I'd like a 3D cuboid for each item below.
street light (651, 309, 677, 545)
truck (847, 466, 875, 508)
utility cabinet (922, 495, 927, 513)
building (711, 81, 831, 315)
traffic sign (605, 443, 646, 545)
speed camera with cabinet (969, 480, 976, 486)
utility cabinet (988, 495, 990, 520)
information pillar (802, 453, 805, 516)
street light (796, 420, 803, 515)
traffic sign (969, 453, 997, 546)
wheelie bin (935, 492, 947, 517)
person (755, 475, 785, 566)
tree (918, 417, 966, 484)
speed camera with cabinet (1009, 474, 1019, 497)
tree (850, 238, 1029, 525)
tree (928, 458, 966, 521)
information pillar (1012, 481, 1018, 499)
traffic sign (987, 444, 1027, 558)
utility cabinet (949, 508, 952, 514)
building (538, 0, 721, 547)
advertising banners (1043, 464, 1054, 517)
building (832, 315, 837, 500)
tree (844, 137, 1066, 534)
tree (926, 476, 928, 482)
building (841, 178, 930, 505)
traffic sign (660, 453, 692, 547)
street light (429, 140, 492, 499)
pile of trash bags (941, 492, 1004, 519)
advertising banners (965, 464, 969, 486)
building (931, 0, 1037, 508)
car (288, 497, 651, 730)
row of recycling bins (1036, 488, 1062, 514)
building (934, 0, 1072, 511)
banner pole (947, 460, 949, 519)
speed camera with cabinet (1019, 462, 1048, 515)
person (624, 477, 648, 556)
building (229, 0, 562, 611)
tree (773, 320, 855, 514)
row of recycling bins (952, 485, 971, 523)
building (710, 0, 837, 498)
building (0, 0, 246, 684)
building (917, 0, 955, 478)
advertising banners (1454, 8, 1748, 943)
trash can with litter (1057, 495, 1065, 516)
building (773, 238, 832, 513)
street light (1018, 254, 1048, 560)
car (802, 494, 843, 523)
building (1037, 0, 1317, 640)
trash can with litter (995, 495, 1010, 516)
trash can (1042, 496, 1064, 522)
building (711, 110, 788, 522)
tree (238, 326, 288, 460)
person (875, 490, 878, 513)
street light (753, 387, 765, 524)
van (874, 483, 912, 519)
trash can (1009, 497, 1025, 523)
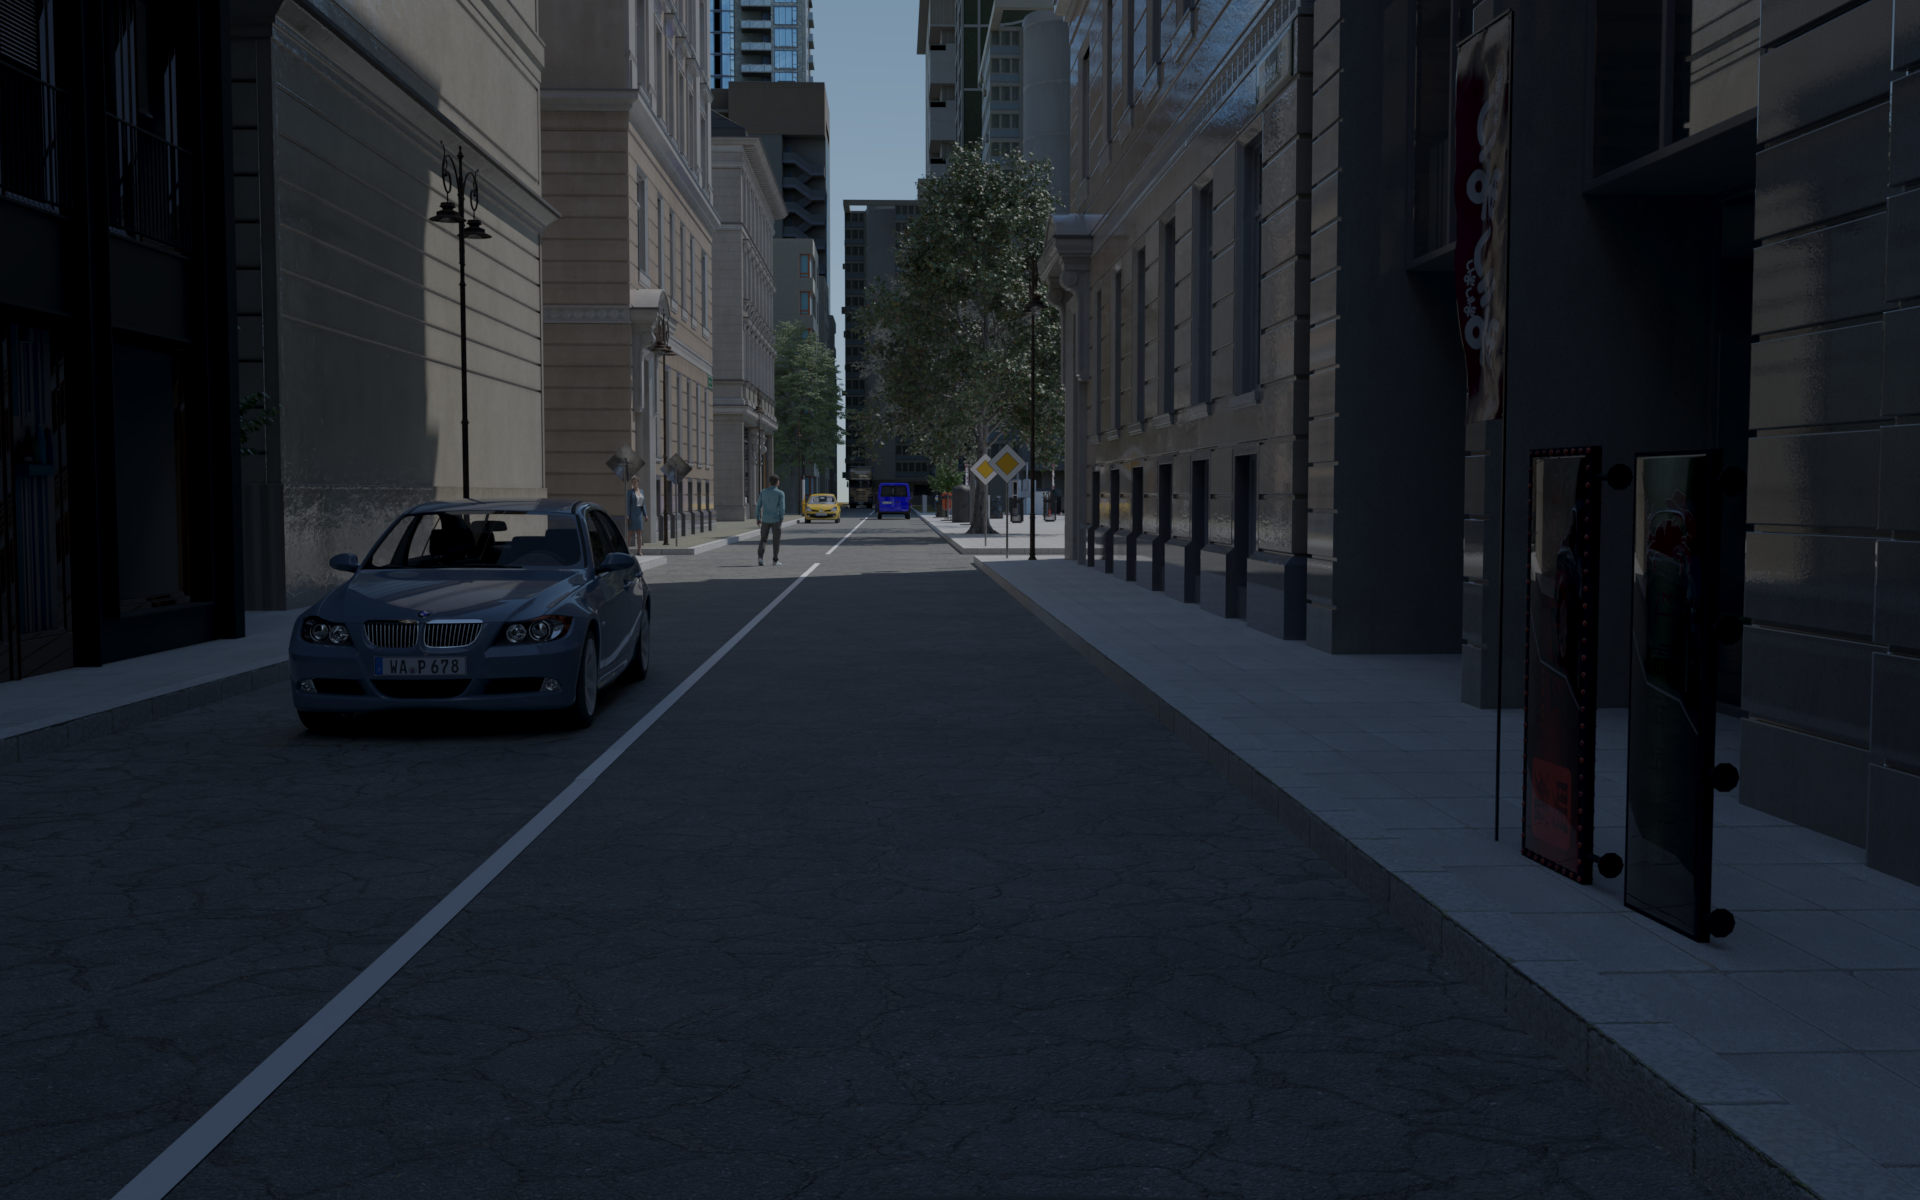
[{"bbox_3d":[-7.393,-4.317,43.377,0.468,5.910,1.993,0,4,-2],"label":"street light"},{"bbox_3d":[-10.100,-11.501,176.946,2.839,4.237,11.283,0,4,-3],"label":"truck"},{"bbox_3d":[-2.391,-6.469,116.933,0.306,1.237,1.020,0,4,-4],"label":"utility cabinet"},{"bbox_3d":[-21.210,-32.729,185.224,14.200,45.320,14.600,0,4,-2],"label":"building"},{"bbox_3d":[-6.603,-1.871,34.233,0.795,2.450,0.064,0,4,-2],"label":"traffic sign"},{"bbox_3d":[1.043,-7.112,110.621,0.660,3.252,2.038,1,4,10],"label":"speed camera with cabinet"},{"bbox_3d":[1.057,-4.586,86.150,0.306,1.237,1.020,3,5,40],"label":"utility cabinet"},{"bbox_3d":[-9.032,-6.637,99.862,0.183,3.616,0.504,0,4,4],"label":"information pillar"},{"bbox_3d":[-9.889,-8.174,106.438,0.468,5.910,1.993,0,4,-2],"label":"street light"},{"bbox_3d":[0.625,-2.376,42.485,0.795,2.450,0.064,0,4,-2],"label":"traffic sign"},{"bbox_3d":[-0.931,-5.440,96.846,0.693,1.594,0.980,3,5,43],"label":"wheelie bin"},{"bbox_3d":[-3.825,-1.604,34.739,0.660,1.820,0.620,1,4,14],"label":"person"},{"bbox_3d":[-1.214,-10.286,118.540,4.360,8.622,3.978,0,3,0],"label":"tree"},{"bbox_3d":[3.818,-7.085,110.173,0.660,3.252,2.038,2,4,30],"label":"speed camera with cabinet"},{"bbox_3d":[0.422,-9.823,70.984,12.009,13.543,11.850,0,3,0],"label":"tree"},{"bbox_3d":[-0.566,-5.374,82.466,1.663,3.219,1.824,0,3,0],"label":"tree"},{"bbox_3d":[3.149,-5.826,99.746,0.304,2.012,0.304,-1,4,-8],"label":"information pillar"},{"bbox_3d":[0.937,-1.888,34.506,0.795,2.450,0.064,0,4,-2],"label":"traffic sign"},{"bbox_3d":[-0.959,-6.014,109.492,1.020,1.237,0.306,2,4,33],"label":"utility cabinet"},{"bbox_3d":[-14.509,-16.204,50.843,13.634,28.700,20.117,0,4,-2],"label":"building"},{"bbox_3d":[5.003,-6.173,97.112,0.090,3.025,2.074,1,4,21],"label":"advertising banners"},{"bbox_3d":[-25.809,-19.333,161.128,27.650,21.520,28.899,0,4,-2],"label":"building"},{"bbox_3d":[0.803,-8.487,55.763,9.611,12.733,9.660,0,3,0],"label":"tree"},{"bbox_3d":[-1.084,-6.081,94.031,1.663,3.219,1.824,0,3,0],"label":"tree"},{"bbox_3d":[-2.606,-32.050,215.890,23.993,40.220,32.217,0,4,-2],"label":"building"},{"bbox_3d":[-6.914,-2.359,42.212,0.795,2.450,0.064,0,4,-2],"label":"traffic sign"},{"bbox_3d":[-6.630,-3.080,23.151,0.468,5.910,1.993,0,4,-2],"label":"street light"},{"bbox_3d":[0.666,-4.928,90.328,3.447,1.369,1.912,1,4,17],"label":"pile of trash bags"},{"bbox_3d":[0.731,-6.366,100.270,0.090,3.025,2.074,2,4,27],"label":"advertising banners"},{"bbox_3d":[7.923,-43.812,154.579,20.563,71.187,20.611,0,4,-2],"label":"building"},{"bbox_3d":[-3.216,-0.005,12.090,2.014,1.417,4.499,0,4,-3],"label":"car"},{"bbox_3d":[5.469,-6.622,115.382,1.069,1.692,3.534,-3,5,-41],"label":"row of recycling bins"},{"bbox_3d":[14.290,-26.980,132.996,32.217,40.220,23.993,0,4,-2],"label":"building"},{"bbox_3d":[-0.609,-5.984,87.854,0.401,3.779,0.863,0,4,-1],"label":"banner pole"},{"bbox_3d":[4.718,-6.886,106.923,0.660,3.252,2.038,-3,4,-37],"label":"speed camera with cabinet"},{"bbox_3d":[-7.412,-1.895,39.514,0.581,1.822,0.654,-2,4,-31],"label":"person"},{"bbox_3d":[-21.913,-11.727,25.025,30.059,22.955,16.112,0,4,-2],"label":"building"},{"bbox_3d":[-10.545,-11.927,113.126,7.486,12.596,7.792,0,3,0],"label":"tree"},{"bbox_3d":[0.413,-4.388,78.860,1.069,1.692,3.534,1,4,17],"label":"row of recycling bins"},{"bbox_3d":[-30.676,-54.860,209.634,31.000,86.520,22.319,0,4,-2],"label":"building"},{"bbox_3d":[-12.243,-10.827,6.692,12.332,23.373,15.834,0,4,-2],"label":"building"},{"bbox_3d":[10.087,-36.086,179.252,28.713,52.752,27.495,0,4,-2],"label":"building"},{"bbox_3d":[2.036,-0.588,5.798,0.090,3.025,2.074,0,4,-5],"label":"advertising banners"},{"bbox_3d":[6.630,-5.573,102.184,2.233,1.210,1.678,-1,4,-16],"label":"trash can with litter"},{"bbox_3d":[-24.315,-17.510,131.332,27.650,21.520,28.899,0,4,-2],"label":"building"},{"bbox_3d":[1.412,-3.718,33.581,0.468,5.910,1.993,0,4,-2],"label":"street light"},{"bbox_3d":[-6.821,-4.631,85.938,2.015,1.641,3.980,0,4,-3],"label":"car"},{"bbox_3d":[8.673,-14.578,24.258,13.634,28.700,20.117,0,4,-2],"label":"building"},{"bbox_3d":[2.549,-5.719,104.562,1.678,1.210,2.233,2,4,27],"label":"trash can with litter"},{"bbox_3d":[4.151,-4.178,79.963,0.748,1.137,0.748,0,3,0],"label":"trash can"},{"bbox_3d":[-14.522,-14.094,81.351,10.553,20.767,40.483,0,4,-2],"label":"building"},{"bbox_3d":[-7.704,-1.360,16.834,1.663,3.219,1.824,0,3,0],"label":"tree"},{"bbox_3d":[-6.361,-7.635,134.135,0.742,1.727,0.445,3,5,43],"label":"person"},{"bbox_3d":[-8.665,-6.239,74.789,0.468,5.910,1.993,0,4,-2],"label":"street light"},{"bbox_3d":[-3.813,-5.808,99.340,2.240,2.365,5.245,0,4,-3],"label":"van"},{"bbox_3d":[2.515,-3.966,76.490,0.748,1.137,0.748,0,3,0],"label":"trash can"}]
